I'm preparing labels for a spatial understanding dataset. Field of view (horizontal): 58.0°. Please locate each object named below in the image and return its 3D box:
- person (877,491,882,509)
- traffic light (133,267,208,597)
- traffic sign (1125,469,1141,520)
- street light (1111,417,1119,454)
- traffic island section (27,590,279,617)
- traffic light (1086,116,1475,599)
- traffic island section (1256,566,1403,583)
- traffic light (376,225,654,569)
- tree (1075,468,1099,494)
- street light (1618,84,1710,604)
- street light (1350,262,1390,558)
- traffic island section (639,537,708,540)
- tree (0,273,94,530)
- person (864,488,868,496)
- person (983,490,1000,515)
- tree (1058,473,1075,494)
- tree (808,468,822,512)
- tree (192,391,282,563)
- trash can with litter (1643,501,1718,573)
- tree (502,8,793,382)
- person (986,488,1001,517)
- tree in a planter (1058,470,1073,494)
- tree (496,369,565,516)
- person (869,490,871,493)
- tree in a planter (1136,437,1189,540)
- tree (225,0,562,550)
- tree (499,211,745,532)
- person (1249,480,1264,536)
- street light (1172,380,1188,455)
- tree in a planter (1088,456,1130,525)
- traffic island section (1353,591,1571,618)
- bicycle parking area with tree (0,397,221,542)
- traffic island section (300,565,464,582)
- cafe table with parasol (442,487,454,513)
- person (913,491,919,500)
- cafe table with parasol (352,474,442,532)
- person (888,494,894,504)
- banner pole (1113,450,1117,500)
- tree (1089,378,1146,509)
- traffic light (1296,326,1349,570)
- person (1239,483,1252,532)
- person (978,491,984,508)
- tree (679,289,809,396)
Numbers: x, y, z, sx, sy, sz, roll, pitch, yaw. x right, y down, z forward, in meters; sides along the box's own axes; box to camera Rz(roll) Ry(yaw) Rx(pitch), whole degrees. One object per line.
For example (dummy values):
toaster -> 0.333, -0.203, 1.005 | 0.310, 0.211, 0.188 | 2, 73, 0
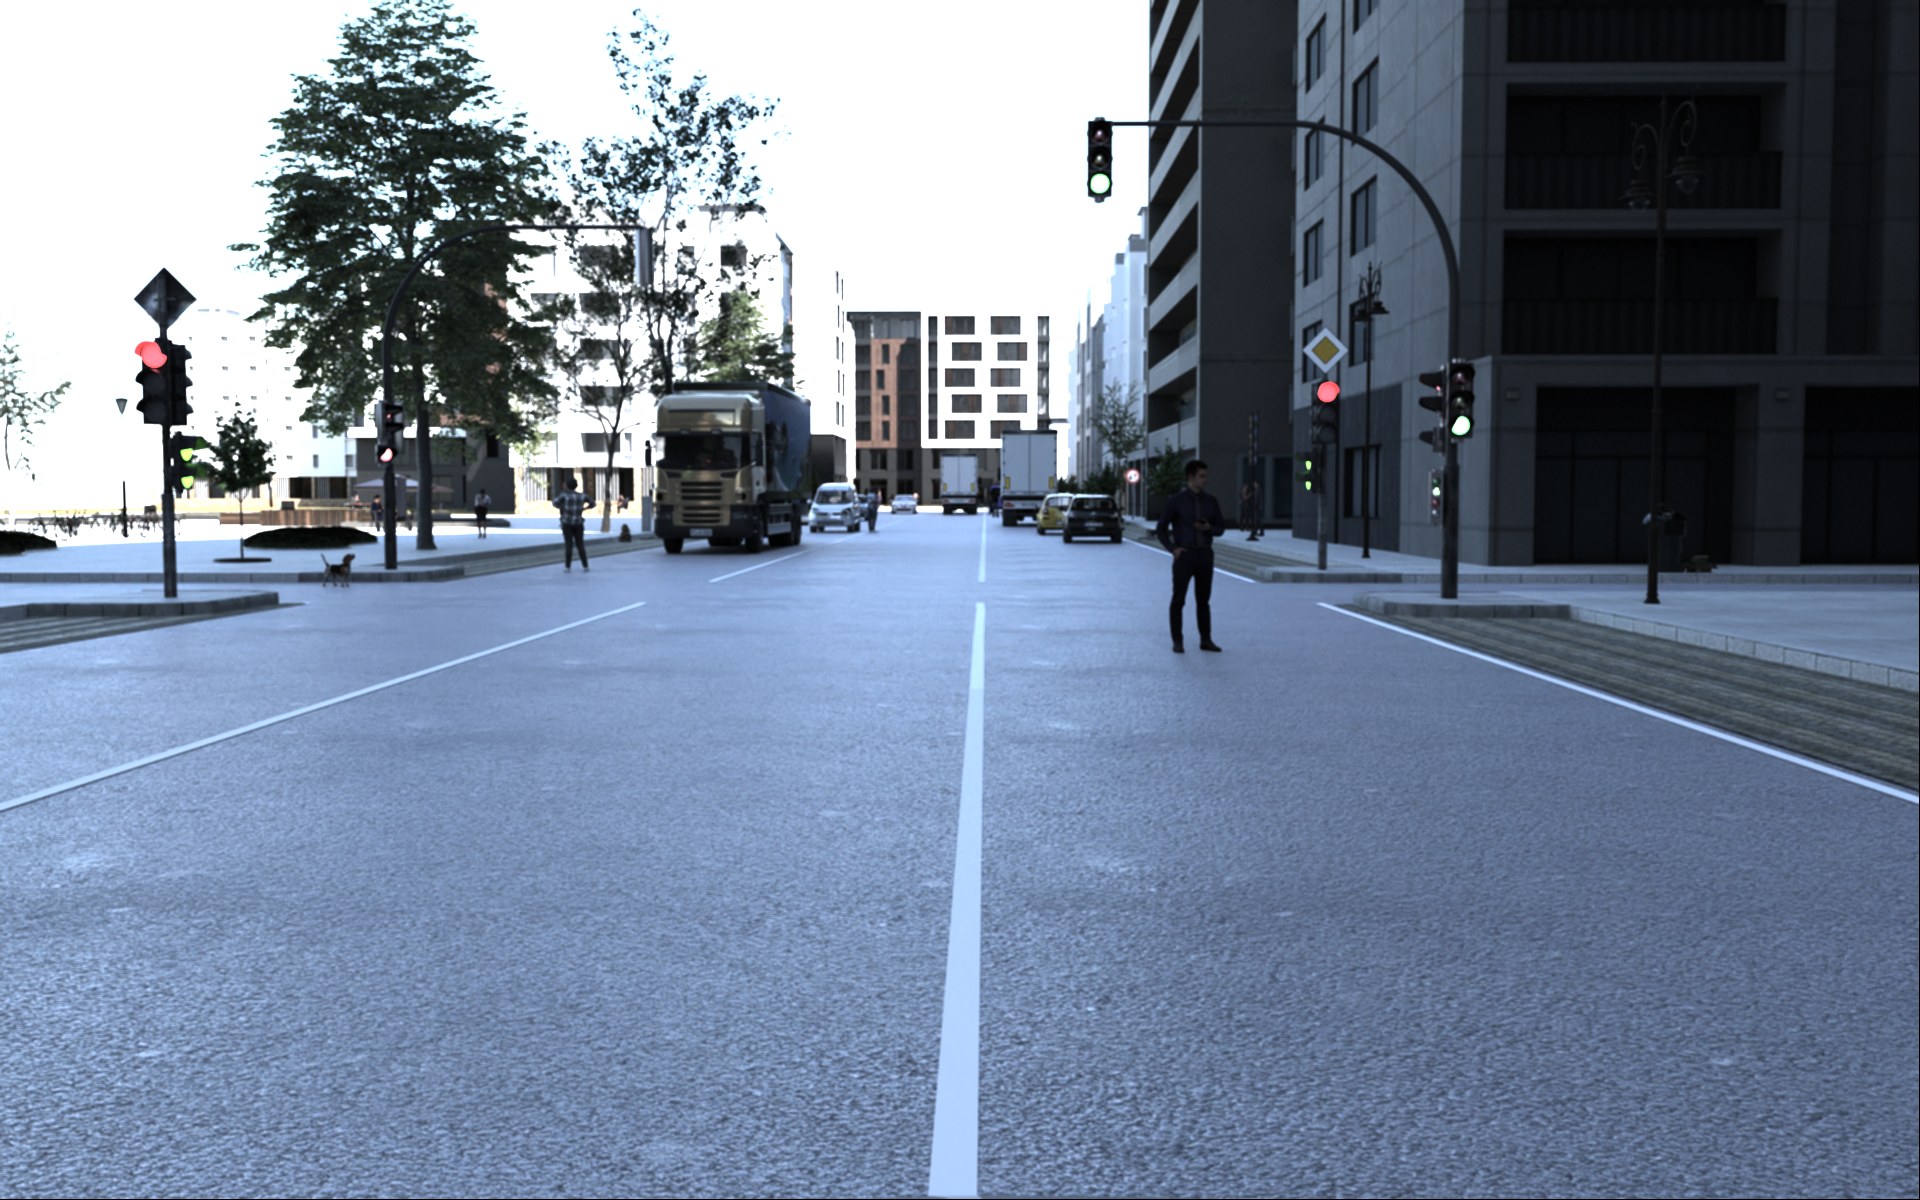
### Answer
person -> -7.673, -9.491, 164.597 | 0.541, 1.710, 0.530 | -2, 4, -25
traffic light -> -9.808, -1.989, 21.437 | 0.839, 4.253, 0.868 | 0, 4, 1
traffic sign -> 8.707, -5.333, 87.298 | 0.768, 2.556, 0.104 | 0, 4, 4
street light -> 9.219, -7.994, 103.491 | 0.468, 5.910, 1.993 | 0, 4, 1
traffic island section -> -9.848, 0.043, 21.572 | 2.009, 0.180, 2.903 | 0, 4, 1
traffic light -> 3.899, -2.840, 21.107 | 4.771, 5.953, 1.251 | 0, 4, 1
traffic island section -> 6.151, -0.430, 29.315 | 2.009, 0.180, 2.903 | 0, 4, 1
traffic light -> -7.596, -3.349, 29.425 | 4.771, 5.953, 1.251 | 0, 4, 1
tree -> 9.707, -8.168, 128.152 | 1.663, 3.219, 1.824 | 0, 3, 0
street light -> 8.116, -2.896, 20.132 | 0.468, 5.910, 1.993 | 0, 4, 1
street light -> 8.154, -3.781, 34.610 | 0.468, 5.910, 1.993 | 0, 4, 1
traffic island section -> -9.018, -1.967, 55.021 | 1.991, 0.108, 1.994 | 0, 4, 1
tree -> -31.168, -6.535, 57.207 | 4.360, 8.622, 3.978 | 0, 3, 0
person -> -6.123, -6.467, 114.248 | 0.705, 1.822, 1.348 | -2, 4, -25
person -> 2.198, -6.788, 120.202 | 1.217, 1.735, 0.721 | 0, 4, -3
tree -> 9.940, -9.861, 155.835 | 1.663, 3.219, 1.824 | 0, 3, 0
tree -> -10.387, -7.914, 123.995 | 1.663, 3.219, 1.824 | 0, 3, 0
tree -> -13.738, -2.332, 32.726 | 1.663, 3.219, 1.824 | 0, 3, 0
trash can with litter -> 11.814, -1.041, 28.403 | 1.055, 1.170, 0.624 | 0, 4, -4
tree -> -12.964, -13.131, 70.580 | 12.611, 20.169, 13.585 | 0, 3, 0
person -> 2.228, -6.071, 107.772 | 1.348, 1.822, 0.705 | 2, 4, 24
tree in a planter -> 7.674, -8.184, 131.028 | 1.991, 3.239, 1.994 | 0, 4, 1
tree -> -25.636, -9.260, 101.763 | 4.737, 8.622, 4.395 | 0, 3, 0
person -> -6.441, -7.009, 123.774 | 0.721, 1.739, 1.217 | 3, 5, 43
tree in a planter -> 6.524, -3.482, 54.152 | 1.991, 3.239, 1.994 | 0, 4, 1
tree -> -12.753, -7.433, 39.651 | 7.486, 12.596, 7.792 | 0, 3, 0
tree -> -11.597, -7.520, 57.370 | 7.601, 10.594, 8.767 | 3, 4, 36
person -> 9.065, -2.808, 52.872 | 0.530, 1.710, 0.541 | 1, 4, 22
street light -> 8.778, -5.902, 69.279 | 0.468, 5.910, 1.993 | 0, 4, 1
tree in a planter -> 6.937, -5.157, 81.543 | 1.991, 3.239, 1.994 | 0, 4, 1
traffic island section -> 6.031, 0.058, 21.331 | 2.009, 0.180, 2.903 | 0, 4, 1
bicycle parking area with tree -> -26.257, -3.817, 49.404 | 9.016, 4.147, 8.231 | 3, 5, 41
traffic island section -> -9.728, -0.445, 29.557 | 2.009, 0.180, 2.903 | 0, 4, 1
cafe table with parasol -> -31.029, -5.907, 101.451 | 2.610, 1.966, 2.610 | 0, 4, -4
person -> -4.734, -10.541, 181.548 | 0.721, 1.736, 1.217 | 3, 5, 41
cafe table with parasol -> -19.050, -3.271, 58.341 | 2.610, 1.966, 2.610 | -1, 4, -11
person -> -5.680, -8.191, 145.687 | 1.065, 1.426, 0.557 | 1, 4, 13
banner pole -> 8.826, -6.644, 98.643 | 0.401, 3.779, 0.863 | 0, 4, -7
tree -> 10.252, -9.761, 109.955 | 4.737, 8.622, 4.395 | 0, 3, 0
traffic light -> 6.111, -2.464, 29.201 | 0.839, 4.253, 0.868 | 0, 4, 1
person -> 9.815, -3.170, 59.346 | 0.593, 1.643, 0.415 | 3, 4, 36
person -> 2.046, -10.470, 180.512 | 1.217, 1.723, 0.721 | 1, 4, 23
tree -> -12.038, -10.860, 95.694 | 7.486, 12.596, 7.792 | 0, 3, 0
